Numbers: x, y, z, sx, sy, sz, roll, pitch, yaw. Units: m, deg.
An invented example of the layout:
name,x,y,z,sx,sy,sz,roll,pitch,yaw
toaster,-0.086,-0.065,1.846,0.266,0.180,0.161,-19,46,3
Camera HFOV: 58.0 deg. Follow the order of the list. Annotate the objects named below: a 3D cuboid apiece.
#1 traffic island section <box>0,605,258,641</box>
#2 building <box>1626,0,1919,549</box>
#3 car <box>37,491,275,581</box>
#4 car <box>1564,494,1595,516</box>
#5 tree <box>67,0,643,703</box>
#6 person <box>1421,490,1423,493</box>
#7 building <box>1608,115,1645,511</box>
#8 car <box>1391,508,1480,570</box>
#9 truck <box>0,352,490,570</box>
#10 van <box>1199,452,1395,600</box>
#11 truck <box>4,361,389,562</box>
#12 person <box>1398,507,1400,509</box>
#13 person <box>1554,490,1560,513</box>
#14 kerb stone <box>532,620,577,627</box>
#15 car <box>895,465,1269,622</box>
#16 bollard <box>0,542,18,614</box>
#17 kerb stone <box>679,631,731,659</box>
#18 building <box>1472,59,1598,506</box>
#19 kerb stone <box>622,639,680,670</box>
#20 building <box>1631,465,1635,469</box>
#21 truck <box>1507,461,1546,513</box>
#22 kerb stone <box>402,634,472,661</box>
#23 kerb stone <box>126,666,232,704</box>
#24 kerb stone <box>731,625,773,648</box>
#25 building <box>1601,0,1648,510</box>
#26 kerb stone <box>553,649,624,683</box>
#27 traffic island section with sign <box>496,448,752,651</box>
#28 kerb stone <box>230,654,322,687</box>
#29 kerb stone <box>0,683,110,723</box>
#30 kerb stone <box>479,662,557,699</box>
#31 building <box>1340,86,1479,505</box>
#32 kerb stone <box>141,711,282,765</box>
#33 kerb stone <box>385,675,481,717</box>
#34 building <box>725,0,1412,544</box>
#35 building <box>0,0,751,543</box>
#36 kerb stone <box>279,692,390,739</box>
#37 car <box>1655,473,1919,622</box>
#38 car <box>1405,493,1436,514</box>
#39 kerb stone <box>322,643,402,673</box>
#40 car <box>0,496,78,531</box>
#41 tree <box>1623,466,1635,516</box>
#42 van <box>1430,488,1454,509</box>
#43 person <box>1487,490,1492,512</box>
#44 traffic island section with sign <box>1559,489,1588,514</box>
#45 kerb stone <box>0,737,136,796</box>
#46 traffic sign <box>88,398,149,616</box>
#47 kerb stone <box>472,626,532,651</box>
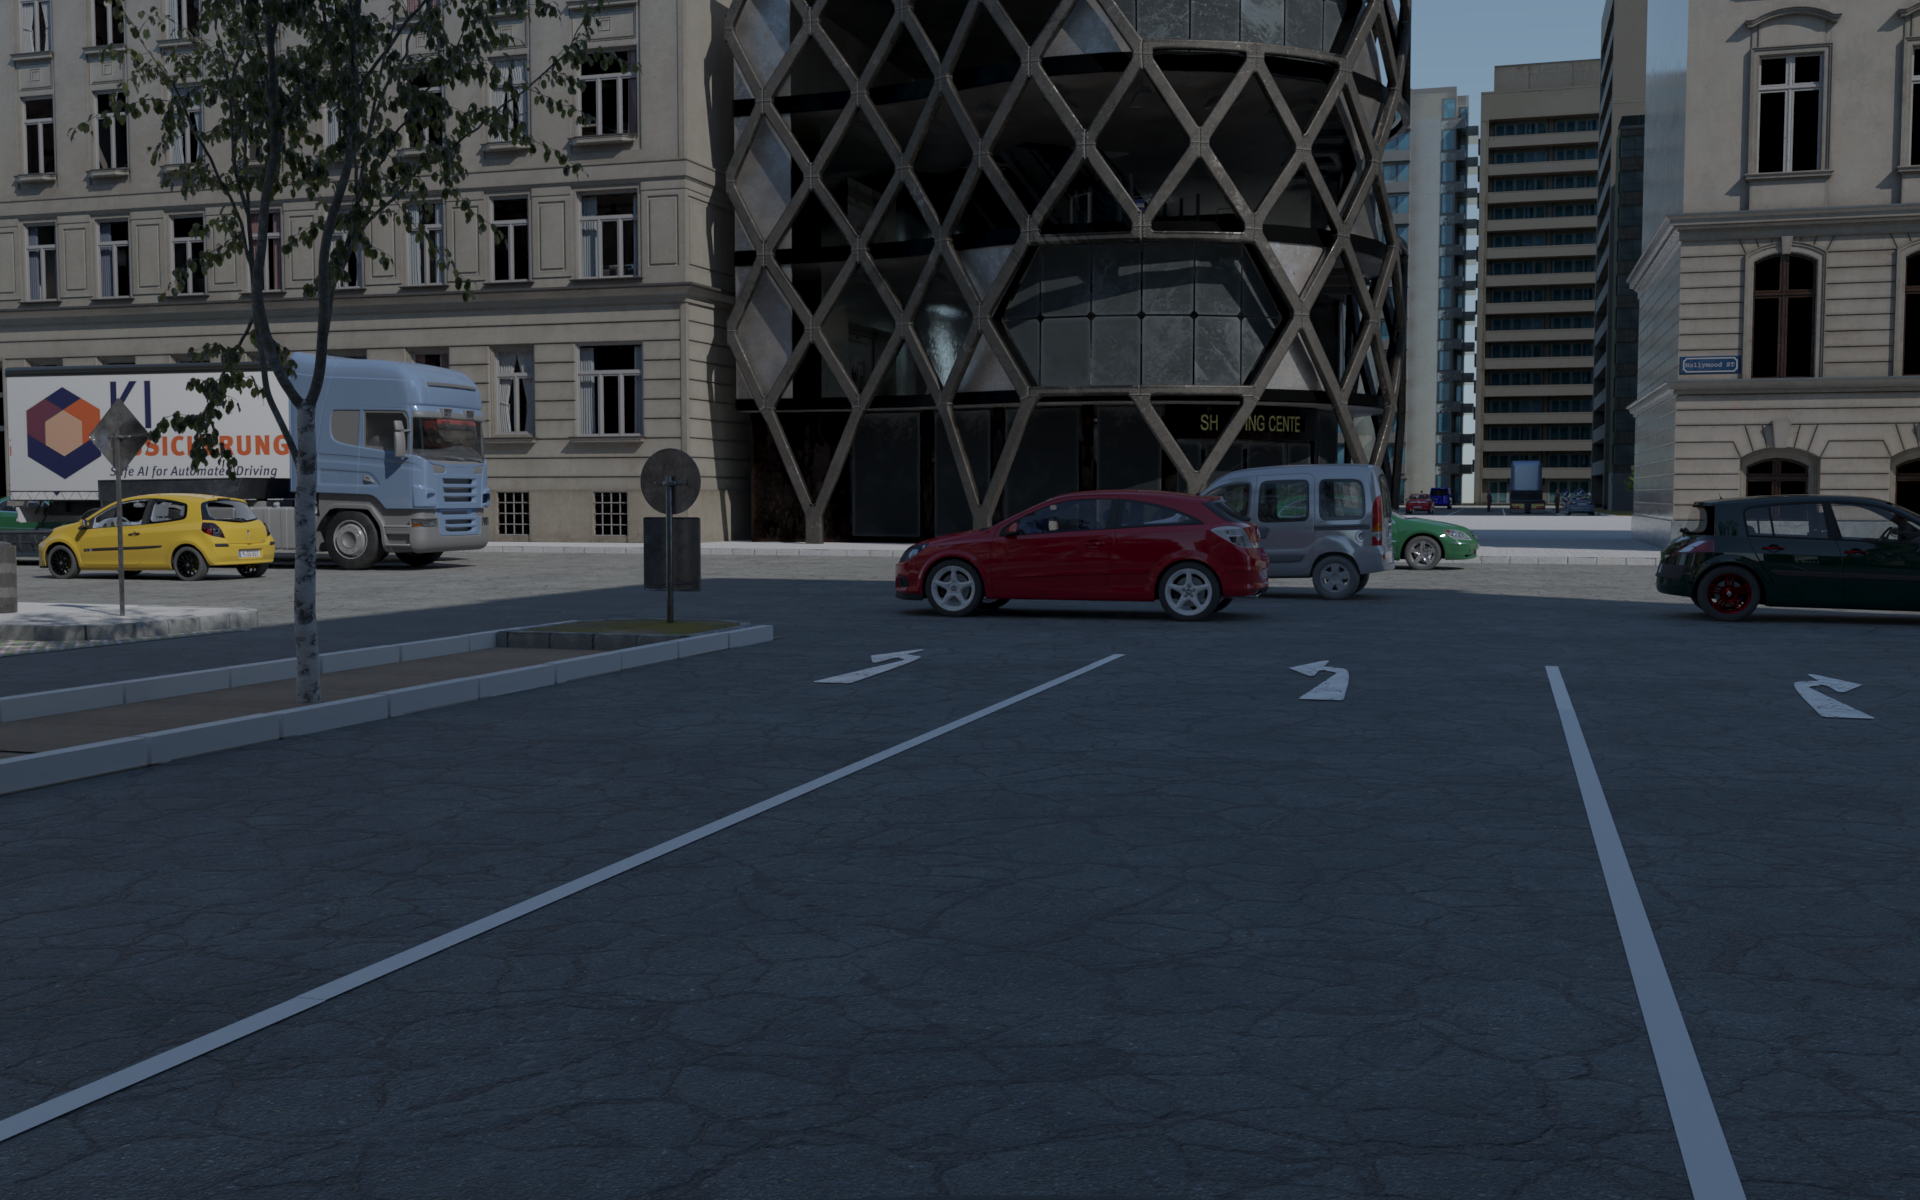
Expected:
name,x,y,z,sx,sy,sz,roll,pitch,yaw
traffic island section,-8.838,0.247,18.235,2.009,0.180,2.903,1,4,17
building,33.532,-13.375,37.768,34.723,24.649,14.460,1,4,17
car,-13.769,-1.183,29.567,3.980,1.641,2.015,1,4,17
car,41.450,-6.349,115.807,2.014,1.417,4.499,1,4,17
tree,-4.409,-3.610,11.839,4.360,8.622,3.978,0,3,0
person,40.475,-8.741,151.974,0.434,1.755,0.990,-2,4,-25
building,57.556,-22.115,133.276,14.160,30.474,14.107,1,4,17
car,7.566,-1.343,33.759,4.920,1.459,2.131,1,4,17
truck,-17.872,-2.787,35.328,18.799,4.110,2.967,1,4,16
van,4.036,-1.069,24.497,4.112,2.044,2.013,1,4,19
truck,-15.391,-3.002,37.996,11.283,4.237,2.839,1,4,16
person,41.713,-9.544,165.466,0.530,1.710,0.541,-2,4,-25
person,44.424,-7.331,128.915,0.434,1.755,0.990,0,4,5
kerb stone,-4.042,0.313,17.165,0.120,0.150,1.000,1,4,17
car,1.405,-0.707,20.600,4.494,1.783,2.155,1,4,16
bollard,-10.409,-0.244,18.699,0.404,0.777,0.398,0,3,0
kerb stone,-2.350,0.406,15.550,0.120,0.150,1.000,1,4,17
building,69.963,-35.066,197.032,21.600,48.544,21.300,1,4,17
kerb stone,-2.656,0.468,14.569,0.120,0.150,1.000,1,4,17
building,56.356,-29.979,109.763,23.786,49.044,30.456,1,4,17
truck,44.044,-8.856,134.561,2.967,4.110,18.799,1,4,17
kerb stone,-4.647,0.430,15.206,0.120,0.150,1.000,1,4,17
kerb stone,-5.570,0.609,12.253,0.120,0.150,1.000,1,4,17
kerb stone,-2.039,0.352,16.528,0.120,0.150,1.000,1,4,17
building,66.494,-32.105,148.615,21.300,48.544,21.600,1,4,17
kerb stone,-2.955,0.527,13.587,0.120,0.150,1.000,1,4,17
traffic island section with sign,-3.066,-0.524,16.696,2.006,1.907,1.989,1,4,17
kerb stone,-5.272,0.549,13.242,0.120,0.150,1.000,1,4,17
kerb stone,-5.877,0.668,11.275,0.120,0.150,1.000,1,4,17
kerb stone,-3.262,0.591,12.592,0.120,0.150,1.000,1,4,17
building,45.577,-35.879,206.235,30.456,49.044,23.786,1,4,17
kerb stone,-4.179,0.768,9.644,0.120,0.150,1.000,1,4,17
kerb stone,-3.563,0.647,11.611,0.120,0.150,1.000,1,4,17
building,3.916,-11.062,48.311,16.811,18.784,16.820,1,4,17
building,-18.453,-13.570,55.157,30.059,22.955,16.112,1,4,17
kerb stone,-3.871,0.711,10.633,0.120,0.150,1.000,1,4,17
car,10.175,-0.605,19.681,4.222,1.686,2.009,1,4,19
car,33.184,-7.085,124.883,2.155,1.783,4.494,1,4,19
kerb stone,-4.961,0.488,14.223,0.120,0.150,1.000,1,4,17
car,-23.148,-1.991,44.355,4.920,1.459,2.131,1,4,18
tree,39.833,-6.564,101.927,1.663,3.219,1.824,0,3,0
van,45.642,-9.787,164.402,2.240,2.365,5.245,1,4,19
person,42.780,-8.000,139.847,0.434,1.755,0.990,2,4,33
traffic island section with sign,44.583,-7.123,125.083,1.989,1.847,2.006,1,4,17
kerb stone,-4.485,0.828,8.656,0.120,0.150,1.000,1,4,17
traffic sign,-8.813,-0.888,18.166,0.795,2.450,0.064,1,4,17
kerb stone,-4.349,0.368,16.187,0.120,0.150,1.000,1,4,17
